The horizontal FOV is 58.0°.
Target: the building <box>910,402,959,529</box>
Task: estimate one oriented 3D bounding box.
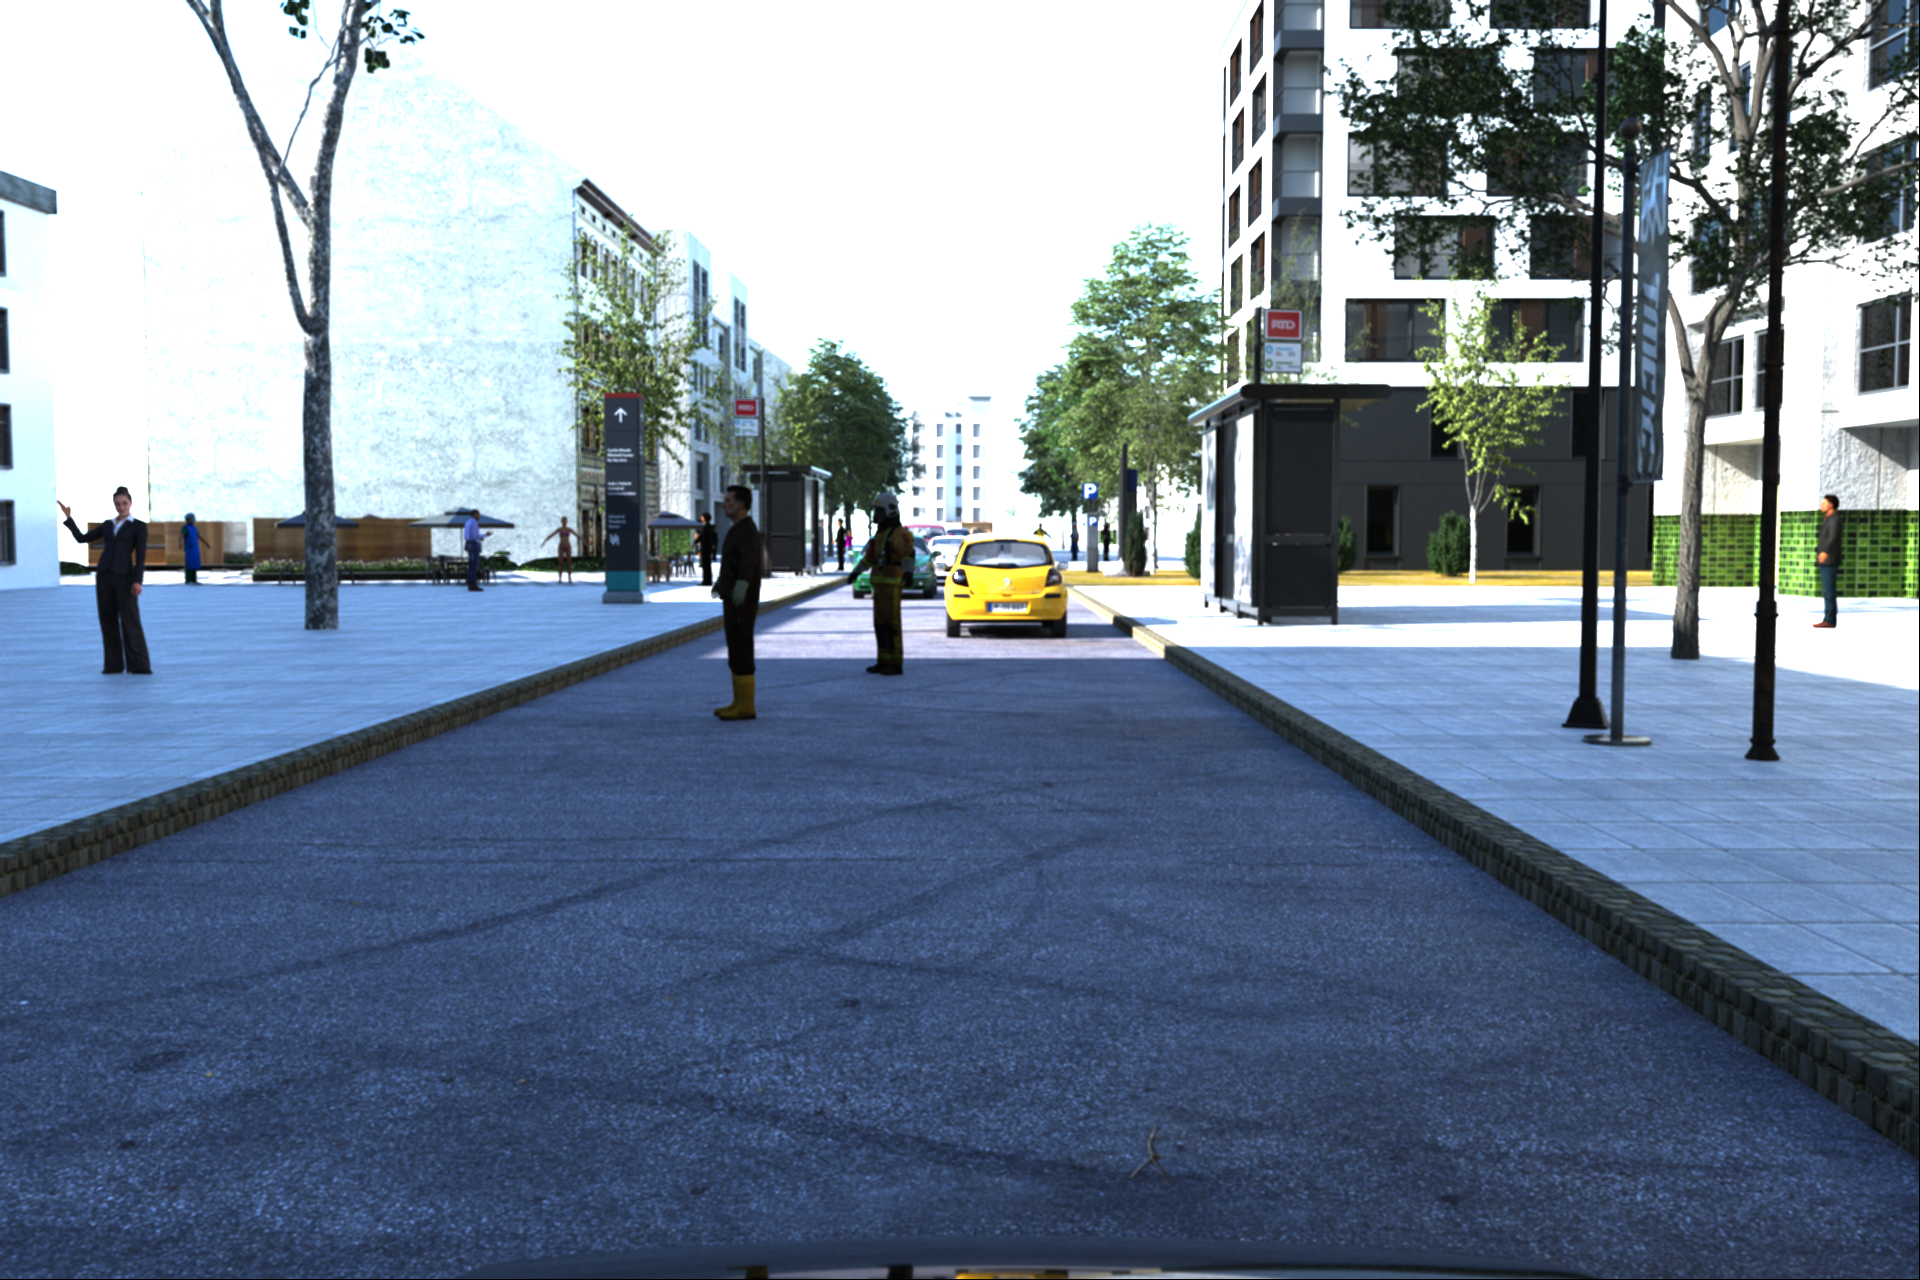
[{"bbox_3d":[-6.598,-23.309,239.986,11.380,20.090,16.016,0,4,3],"label":"building"}]

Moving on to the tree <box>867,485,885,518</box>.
[{"bbox_3d":[-10.814,-17.679,239.416,4.360,8.622,3.978,0,3,0],"label":"tree"}]

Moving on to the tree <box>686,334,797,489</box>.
[{"bbox_3d":[-8.634,-6.997,64.764,4.360,8.622,3.978,0,3,0],"label":"tree"}]

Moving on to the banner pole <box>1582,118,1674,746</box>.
[{"bbox_3d":[4.034,-1.241,10.306,0.401,3.779,0.863,0,4,1],"label":"banner pole"}]

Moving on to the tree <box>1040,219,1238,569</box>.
[{"bbox_3d":[6.683,-8.876,63.246,7.486,12.596,7.792,0,3,0],"label":"tree"}]

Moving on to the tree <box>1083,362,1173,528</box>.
[{"bbox_3d":[7.768,-7.500,72.988,4.360,8.622,3.978,0,3,0],"label":"tree"}]

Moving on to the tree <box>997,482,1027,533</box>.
[{"bbox_3d":[7.668,-17.744,240.482,4.360,8.622,3.978,0,3,0],"label":"tree"}]

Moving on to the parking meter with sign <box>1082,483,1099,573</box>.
[{"bbox_3d":[4.435,-3.802,58.421,0.543,3.016,1.738,0,4,0],"label":"parking meter with sign"}]

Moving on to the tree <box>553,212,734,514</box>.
[{"bbox_3d":[-7.708,-5.532,40.809,4.737,8.622,4.395,0,3,0],"label":"tree"}]

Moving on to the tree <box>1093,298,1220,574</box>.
[{"bbox_3d":[5.922,-6.397,54.960,4.360,8.622,3.978,0,3,0],"label":"tree"}]

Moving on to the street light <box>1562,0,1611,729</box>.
[{"bbox_3d":[4.724,-2.374,11.357,1.470,5.913,1.316,0,4,0],"label":"street light"}]

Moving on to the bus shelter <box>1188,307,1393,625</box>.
[{"bbox_3d":[5.012,-3.106,28.423,2.179,5.291,8.768,0,4,0],"label":"bus shelter"}]

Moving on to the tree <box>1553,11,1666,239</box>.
[{"bbox_3d":[23.445,-11.854,49.697,12.611,20.169,13.585,0,3,0],"label":"tree"}]

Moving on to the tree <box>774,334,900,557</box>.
[{"bbox_3d":[-7.058,-11.058,98.931,7.486,12.596,7.792,0,3,0],"label":"tree"}]

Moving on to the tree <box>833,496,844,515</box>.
[{"bbox_3d":[-19.543,-20.112,239.200,12.009,13.543,11.850,0,3,0],"label":"tree"}]

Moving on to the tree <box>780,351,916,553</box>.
[{"bbox_3d":[-7.808,-13.014,119.437,9.857,13.997,8.962,0,3,0],"label":"tree"}]

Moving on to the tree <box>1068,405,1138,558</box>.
[{"bbox_3d":[7.770,-8.727,93.052,4.360,8.622,3.978,0,3,0],"label":"tree"}]

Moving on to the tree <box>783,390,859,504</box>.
[{"bbox_3d":[-7.244,-8.470,88.847,4.360,8.622,3.978,0,3,0],"label":"tree"}]

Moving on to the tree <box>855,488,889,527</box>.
[{"bbox_3d":[-7.506,-12.078,147.844,4.360,8.622,3.978,0,3,0],"label":"tree"}]

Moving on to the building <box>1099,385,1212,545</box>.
[{"bbox_3d":[26.455,-21.133,211.976,16.747,18.905,31.486,0,4,1],"label":"building"}]

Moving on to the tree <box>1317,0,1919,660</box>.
[{"bbox_3d":[7.213,-5.068,17.273,8.767,10.594,7.601,3,5,42],"label":"tree"}]

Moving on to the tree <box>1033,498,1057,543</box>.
[{"bbox_3d":[12.566,-17.482,236.195,4.360,8.622,3.978,0,3,0],"label":"tree"}]

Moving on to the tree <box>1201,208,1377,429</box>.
[{"bbox_3d":[7.180,-5.470,39.804,4.360,8.622,3.978,0,3,0],"label":"tree"}]

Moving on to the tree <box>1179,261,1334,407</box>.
[{"bbox_3d":[7.648,-5.955,47.725,4.360,8.622,3.978,0,3,0],"label":"tree"}]

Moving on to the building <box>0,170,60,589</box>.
[{"bbox_3d":[-23.116,-5.282,28.503,9.099,9.664,28.070,0,4,1],"label":"building"}]

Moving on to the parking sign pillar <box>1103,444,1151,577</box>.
[{"bbox_3d":[5.045,-3.901,52.255,1.447,3.967,1.447,0,3,0],"label":"parking sign pillar"}]

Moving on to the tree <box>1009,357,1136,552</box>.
[{"bbox_3d":[8.186,-13.262,123.481,9.857,13.997,8.962,0,3,0],"label":"tree"}]

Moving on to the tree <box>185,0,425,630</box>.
[{"bbox_3d":[-9.829,-10.266,23.733,12.611,20.169,13.585,0,3,0],"label":"tree"}]

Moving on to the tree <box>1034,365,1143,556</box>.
[{"bbox_3d":[7.934,-10.743,101.411,9.928,11.665,9.643,0,3,0],"label":"tree"}]

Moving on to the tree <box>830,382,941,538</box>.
[{"bbox_3d":[-6.960,-13.572,132.272,12.009,13.543,11.850,0,3,0],"label":"tree"}]

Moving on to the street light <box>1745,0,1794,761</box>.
[{"bbox_3d":[4.572,-2.257,9.691,0.468,5.910,1.993,0,4,1],"label":"street light"}]

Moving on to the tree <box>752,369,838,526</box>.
[{"bbox_3d":[-7.428,-7.761,77.258,4.737,8.622,4.395,0,3,0],"label":"tree"}]

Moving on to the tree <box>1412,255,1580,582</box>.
[{"bbox_3d":[13.679,-5.818,45.484,4.737,8.622,4.395,0,3,0],"label":"tree"}]

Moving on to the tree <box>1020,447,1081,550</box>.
[{"bbox_3d":[8.623,-12.708,142.185,8.767,10.594,7.601,1,4,21],"label":"tree"}]

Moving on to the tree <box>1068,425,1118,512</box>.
[{"bbox_3d":[8.576,-9.777,110.217,4.737,8.622,4.395,0,3,0],"label":"tree"}]

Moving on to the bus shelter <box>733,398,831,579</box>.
[{"bbox_3d":[-5.518,-4.657,53.778,2.179,5.291,8.768,0,4,1],"label":"bus shelter"}]
